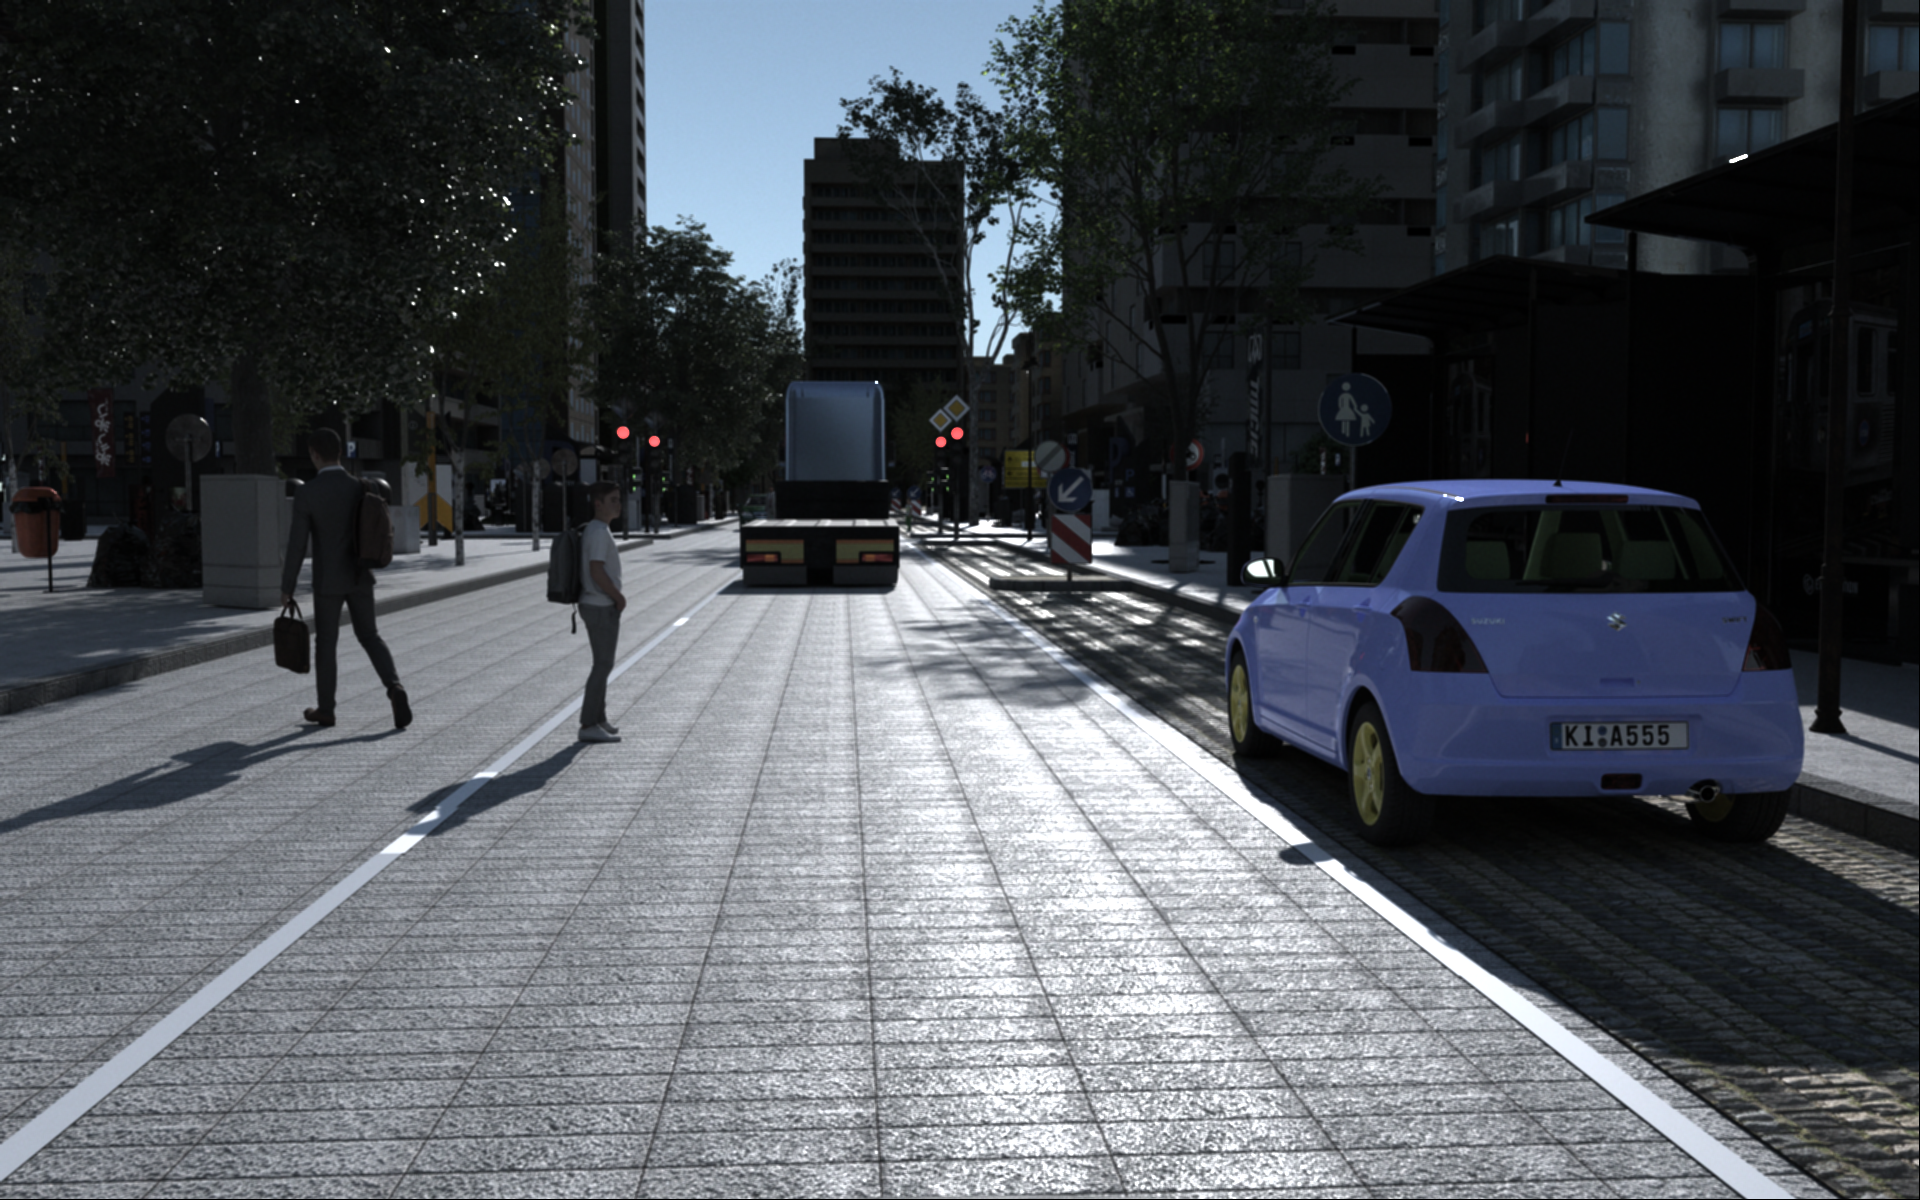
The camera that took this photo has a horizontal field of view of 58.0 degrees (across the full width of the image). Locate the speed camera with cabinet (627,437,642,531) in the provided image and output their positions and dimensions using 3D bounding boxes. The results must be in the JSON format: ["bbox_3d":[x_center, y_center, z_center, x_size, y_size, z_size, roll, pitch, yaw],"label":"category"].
[{"bbox_3d":[-11.524,-4.072,60.914,0.660,3.252,2.038,-1,4,-12],"label":"speed camera with cabinet"}]

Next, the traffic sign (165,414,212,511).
[{"bbox_3d":[-12.249,-1.676,27.503,0.768,2.556,0.104,0,4,4],"label":"traffic sign"}]

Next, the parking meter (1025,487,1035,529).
[{"bbox_3d":[2.539,-3.341,63.042,0.372,1.533,0.369,0,3,0],"label":"parking meter"}]

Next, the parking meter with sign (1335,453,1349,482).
[{"bbox_3d":[16.894,-4.742,73.798,1.738,3.016,0.543,-1,4,-11],"label":"parking meter with sign"}]

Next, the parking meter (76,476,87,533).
[{"bbox_3d":[-28.705,-3.112,56.586,0.255,1.863,0.399,-2,4,-28],"label":"parking meter"}]

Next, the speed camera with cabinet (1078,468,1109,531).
[{"bbox_3d":[4.742,-4.088,61.179,2.038,3.252,0.660,3,5,44],"label":"speed camera with cabinet"}]

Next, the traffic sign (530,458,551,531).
[{"bbox_3d":[-14.754,-3.713,60.817,0.768,2.556,0.104,0,4,-3],"label":"traffic sign"}]

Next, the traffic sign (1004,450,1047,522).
[{"bbox_3d":[3.151,-5.246,79.648,2.265,3.308,0.079,0,4,-1],"label":"traffic sign"}]

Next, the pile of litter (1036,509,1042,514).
[{"bbox_3d":[5.745,-6.077,113.321,1.719,0.858,1.176,0,4,2],"label":"pile of litter"}]

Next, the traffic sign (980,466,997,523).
[{"bbox_3d":[1.264,-4.749,77.748,0.768,2.556,0.104,0,4,2],"label":"traffic sign"}]

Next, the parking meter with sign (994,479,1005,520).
[{"bbox_3d":[2.551,-5.514,86.417,1.738,3.016,0.543,1,4,19],"label":"parking meter with sign"}]

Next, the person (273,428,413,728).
[{"bbox_3d":[-3.776,-0.129,10.571,0.822,1.834,0.622,3,4,38],"label":"person"}]

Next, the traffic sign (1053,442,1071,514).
[{"bbox_3d":[2.305,-2.573,42.171,0.768,2.556,0.104,0,4,-3],"label":"traffic sign"}]

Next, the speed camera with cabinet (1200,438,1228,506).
[{"bbox_3d":[8.555,-4.078,61.014,2.038,3.252,0.660,1,4,8],"label":"speed camera with cabinet"}]

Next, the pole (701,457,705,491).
[{"bbox_3d":[-13.977,-6.137,94.184,0.158,3.312,0.155,0,3,0],"label":"pole"}]

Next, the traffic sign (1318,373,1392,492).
[{"bbox_3d":[4.157,-1.114,18.320,0.768,2.556,0.104,0,4,4],"label":"traffic sign"}]

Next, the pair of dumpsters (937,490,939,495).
[{"bbox_3d":[-0.501,-6.455,108.037,1.574,2.255,4.437,0,4,-4],"label":"pair of dumpsters"}]

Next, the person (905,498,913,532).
[{"bbox_3d":[-1.898,-3.177,64.699,0.306,1.304,0.590,1,4,17],"label":"person"}]

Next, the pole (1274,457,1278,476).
[{"bbox_3d":[17.448,-6.224,95.604,0.158,3.312,0.155,0,3,0],"label":"pole"}]

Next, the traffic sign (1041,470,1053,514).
[{"bbox_3d":[2.390,-2.625,45.051,0.606,2.300,0.079,0,4,5],"label":"traffic sign"}]

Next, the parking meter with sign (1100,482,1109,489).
[{"bbox_3d":[9.642,-7.243,114.679,1.738,3.016,0.543,1,4,10],"label":"parking meter with sign"}]

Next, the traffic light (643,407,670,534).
[{"bbox_3d":[-9.847,-4.112,56.145,0.839,4.253,0.868,0,4,-4],"label":"traffic light"}]

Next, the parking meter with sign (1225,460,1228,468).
[{"bbox_3d":[13.597,-5.670,88.963,0.543,3.016,1.738,-1,4,-12],"label":"parking meter with sign"}]

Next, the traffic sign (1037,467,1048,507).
[{"bbox_3d":[2.962,-3.566,58.411,0.768,2.556,0.104,0,4,1],"label":"traffic sign"}]

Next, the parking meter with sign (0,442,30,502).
[{"bbox_3d":[-31.901,-3.817,58.662,0.543,3.016,1.738,1,4,19],"label":"parking meter with sign"}]

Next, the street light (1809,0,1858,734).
[{"bbox_3d":[4.689,-2.226,9.179,0.468,5.910,1.993,0,4,-4],"label":"street light"}]

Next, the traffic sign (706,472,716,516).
[{"bbox_3d":[-14.595,-6.159,100.812,0.768,2.556,0.104,0,3,0],"label":"traffic sign"}]

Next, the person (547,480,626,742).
[{"bbox_3d":[-2.104,0.062,10.081,0.503,1.515,0.523,3,4,38],"label":"person"}]

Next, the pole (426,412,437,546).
[{"bbox_3d":[-13.108,-3.005,42.976,0.158,3.312,0.155,0,3,0],"label":"pole"}]

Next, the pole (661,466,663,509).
[{"bbox_3d":[-17.117,-6.441,99.152,0.158,3.312,0.155,0,3,0],"label":"pole"}]

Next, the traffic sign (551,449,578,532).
[{"bbox_3d":[-11.074,-2.958,48.473,0.768,2.556,0.104,0,4,5],"label":"traffic sign"}]

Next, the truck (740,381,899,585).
[{"bbox_3d":[-2.658,-2.806,35.632,2.967,4.110,18.799,0,4,-3],"label":"truck"}]

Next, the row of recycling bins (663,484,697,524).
[{"bbox_3d":[-11.991,-4.148,74.937,1.069,1.692,3.534,-1,4,-17],"label":"row of recycling bins"}]

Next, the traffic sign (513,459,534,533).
[{"bbox_3d":[-14.327,-3.413,56.987,0.795,2.450,0.064,0,4,6],"label":"traffic sign"}]

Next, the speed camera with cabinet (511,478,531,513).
[{"bbox_3d":[-30.448,-7.753,121.090,0.660,3.252,2.038,2,4,31],"label":"speed camera with cabinet"}]

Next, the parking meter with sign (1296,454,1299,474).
[{"bbox_3d":[15.657,-4.885,76.133,1.738,3.016,0.543,1,4,15],"label":"parking meter with sign"}]

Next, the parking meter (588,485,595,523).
[{"bbox_3d":[-9.115,-2.135,43.313,0.372,1.533,0.369,0,3,0],"label":"parking meter"}]

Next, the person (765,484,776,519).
[{"bbox_3d":[-7.066,-3.455,65.267,0.678,1.792,0.850,1,4,12],"label":"person"}]

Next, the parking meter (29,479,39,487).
[{"bbox_3d":[-36.568,-3.831,68.356,0.399,1.863,0.255,0,4,0],"label":"parking meter"}]

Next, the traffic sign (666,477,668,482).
[{"bbox_3d":[-17.376,-6.384,104.480,0.768,2.556,0.104,0,4,1],"label":"traffic sign"}]

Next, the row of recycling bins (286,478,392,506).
[{"bbox_3d":[-16.621,-2.377,45.975,3.534,1.692,1.069,1,4,20],"label":"row of recycling bins"}]

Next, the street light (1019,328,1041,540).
[{"bbox_3d":[1.953,-4.618,48.295,0.468,5.910,1.993,0,4,-4],"label":"street light"}]

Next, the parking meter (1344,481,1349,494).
[{"bbox_3d":[6.409,-1.263,29.056,0.372,1.533,0.369,0,3,0],"label":"parking meter"}]

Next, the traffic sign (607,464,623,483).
[{"bbox_3d":[-11.789,-3.505,59.428,0.606,2.300,0.079,0,4,2],"label":"traffic sign"}]

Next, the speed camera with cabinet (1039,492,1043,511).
[{"bbox_3d":[5.139,-8.249,129.201,2.038,3.252,0.660,0,4,1],"label":"speed camera with cabinet"}]

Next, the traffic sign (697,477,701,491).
[{"bbox_3d":[-19.367,-7.913,129.480,0.768,2.556,0.104,0,4,5],"label":"traffic sign"}]

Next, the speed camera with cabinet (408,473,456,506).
[{"bbox_3d":[-23.337,-5.029,76.559,2.038,3.252,0.660,-1,4,-13],"label":"speed camera with cabinet"}]

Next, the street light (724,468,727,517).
[{"bbox_3d":[-13.048,-7.541,96.076,0.468,5.910,1.993,0,4,-4],"label":"street light"}]

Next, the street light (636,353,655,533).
[{"bbox_3d":[-10.315,-5.146,56.924,0.468,5.910,1.993,0,4,-4],"label":"street light"}]

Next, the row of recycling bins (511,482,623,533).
[{"bbox_3d":[-13.169,-3.133,58.335,3.534,1.692,1.069,-1,4,-12],"label":"row of recycling bins"}]

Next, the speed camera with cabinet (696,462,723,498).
[{"bbox_3d":[-15.150,-6.650,103.070,2.038,3.252,0.660,0,3,0],"label":"speed camera with cabinet"}]

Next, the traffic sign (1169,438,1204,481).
[{"bbox_3d":[4.994,-2.333,38.245,0.768,2.556,0.104,0,4,1],"label":"traffic sign"}]

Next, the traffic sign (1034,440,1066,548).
[{"bbox_3d":[2.127,-2.511,41.164,0.768,2.556,0.104,0,4,-2],"label":"traffic sign"}]

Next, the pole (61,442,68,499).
[{"bbox_3d":[-34.904,-4.506,67.517,0.158,3.312,0.155,0,3,0],"label":"pole"}]

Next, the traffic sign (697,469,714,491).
[{"bbox_3d":[-12.911,-5.366,87.738,0.884,2.594,0.081,0,4,-2],"label":"traffic sign"}]

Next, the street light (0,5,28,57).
[{"bbox_3d":[-7.395,-2.444,12.741,0.468,5.910,1.993,0,4,-4],"label":"street light"}]

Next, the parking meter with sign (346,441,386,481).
[{"bbox_3d":[-19.608,-3.778,58.036,0.543,3.016,1.738,3,4,37],"label":"parking meter with sign"}]

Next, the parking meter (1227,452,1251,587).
[{"bbox_3d":[3.895,-1.129,24.169,0.255,1.863,0.399,0,4,-5],"label":"parking meter"}]

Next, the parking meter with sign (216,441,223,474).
[{"bbox_3d":[-24.892,-3.667,56.219,1.738,3.016,0.543,-3,4,-39],"label":"parking meter with sign"}]

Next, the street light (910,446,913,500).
[{"bbox_3d":[-3.712,-9.710,131.545,0.468,5.910,1.993,0,4,-4],"label":"street light"}]
